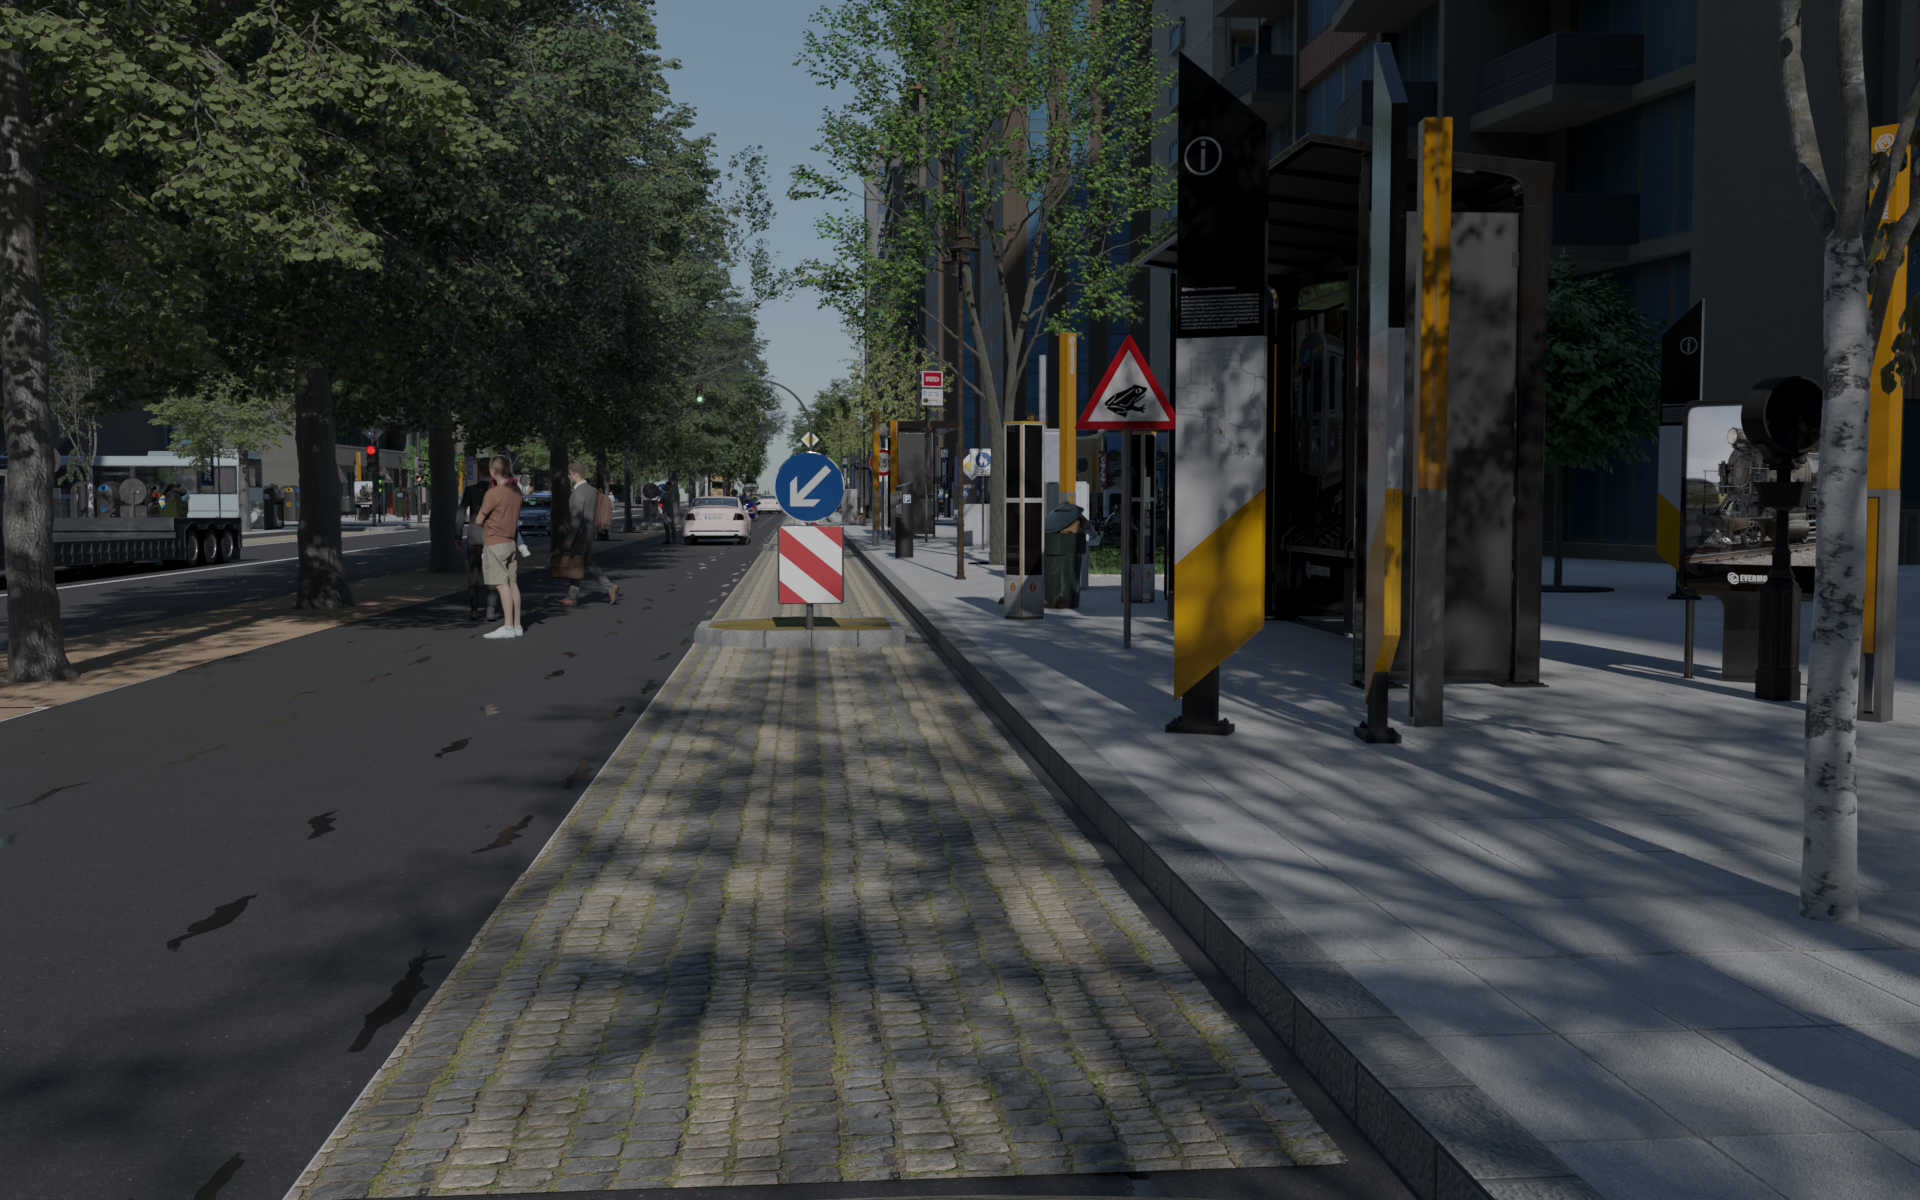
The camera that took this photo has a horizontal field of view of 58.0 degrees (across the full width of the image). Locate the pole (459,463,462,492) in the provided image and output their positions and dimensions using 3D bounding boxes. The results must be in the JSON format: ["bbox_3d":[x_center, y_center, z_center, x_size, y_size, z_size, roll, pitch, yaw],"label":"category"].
[{"bbox_3d":[-26.875,-6.080,93.243,0.158,3.312,0.155,0,3,0],"label":"pole"}]

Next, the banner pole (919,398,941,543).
[{"bbox_3d":[-0.839,-3.363,44.998,0.401,3.779,0.863,-1,4,-11],"label":"banner pole"}]

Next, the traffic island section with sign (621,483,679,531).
[{"bbox_3d":[-12.312,-3.700,68.629,2.006,1.907,1.989,0,4,-5],"label":"traffic island section with sign"}]

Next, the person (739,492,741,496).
[{"bbox_3d":[-38.807,-18.084,304.892,1.217,1.735,0.721,-3,5,-39],"label":"person"}]

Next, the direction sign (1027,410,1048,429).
[{"bbox_3d":[2.099,-3.376,47.203,0.379,3.537,0.876,-3,4,-37],"label":"direction sign"}]

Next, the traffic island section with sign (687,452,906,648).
[{"bbox_3d":[-1.582,-0.512,16.997,1.989,1.847,2.006,0,4,-5],"label":"traffic island section with sign"}]

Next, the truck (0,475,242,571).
[{"bbox_3d":[-15.489,-2.276,26.977,2.967,4.110,18.799,0,4,-5],"label":"truck"}]

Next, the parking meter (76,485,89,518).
[{"bbox_3d":[-24.867,-2.494,49.188,0.372,1.533,0.369,0,3,0],"label":"parking meter"}]

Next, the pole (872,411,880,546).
[{"bbox_3d":[-2.076,-2.994,42.799,0.158,3.312,0.155,0,3,0],"label":"pole"}]

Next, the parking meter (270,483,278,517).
[{"bbox_3d":[-37.567,-5.459,94.970,0.399,1.863,0.255,-3,5,-43],"label":"parking meter"}]

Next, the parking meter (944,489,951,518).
[{"bbox_3d":[-0.680,-5.177,93.058,0.372,1.533,0.369,0,3,0],"label":"parking meter"}]

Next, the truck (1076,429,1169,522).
[{"bbox_3d":[8.330,-5.211,74.117,11.283,4.237,2.839,0,4,-5],"label":"truck"}]

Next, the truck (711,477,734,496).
[{"bbox_3d":[-27.562,-12.985,201.224,2.839,4.237,11.283,0,4,-6],"label":"truck"}]

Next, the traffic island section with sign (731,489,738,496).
[{"bbox_3d":[-19.675,-8.729,150.847,2.006,1.907,1.989,0,4,-5],"label":"traffic island section with sign"}]

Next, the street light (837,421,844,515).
[{"bbox_3d":[-7.405,-8.260,107.842,0.468,5.910,1.993,0,4,-5],"label":"street light"}]

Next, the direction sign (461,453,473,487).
[{"bbox_3d":[-27.041,-6.293,94.883,0.379,3.537,0.876,3,4,38],"label":"direction sign"}]

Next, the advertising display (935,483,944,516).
[{"bbox_3d":[-1.422,-5.993,103.201,0.974,1.923,0.123,-2,4,-30],"label":"advertising display"}]

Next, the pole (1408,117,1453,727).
[{"bbox_3d":[2.588,-0.959,9.530,0.158,3.312,0.155,0,3,0],"label":"pole"}]

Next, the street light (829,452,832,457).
[{"bbox_3d":[-11.232,-10.929,151.482,0.468,5.910,1.993,0,4,-5],"label":"street light"}]

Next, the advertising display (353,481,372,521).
[{"bbox_3d":[-28.523,-4.756,82.969,0.974,1.923,0.123,-2,4,-25],"label":"advertising display"}]

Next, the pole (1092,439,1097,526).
[{"bbox_3d":[4.958,-4.282,63.860,0.158,3.312,0.155,0,3,0],"label":"pole"}]

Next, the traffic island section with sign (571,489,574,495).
[{"bbox_3d":[-27.952,-7.092,124.580,1.989,1.847,2.006,0,4,-5],"label":"traffic island section with sign"}]

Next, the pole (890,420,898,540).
[{"bbox_3d":[-1.820,-3.306,47.902,0.158,3.312,0.155,0,3,0],"label":"pole"}]

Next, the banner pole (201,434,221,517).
[{"bbox_3d":[-28.011,-4.579,64.882,0.863,3.779,0.401,-1,4,-22],"label":"banner pole"}]

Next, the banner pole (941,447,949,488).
[{"bbox_3d":[-0.861,-5.579,81.237,0.863,3.779,0.401,-2,4,-33],"label":"banner pole"}]

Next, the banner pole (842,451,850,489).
[{"bbox_3d":[-6.557,-6.754,100.438,0.401,3.779,0.863,-3,5,-44],"label":"banner pole"}]

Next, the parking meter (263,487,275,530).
[{"bbox_3d":[-24.655,-3.264,61.780,0.372,1.533,0.369,0,3,0],"label":"parking meter"}]

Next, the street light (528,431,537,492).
[{"bbox_3d":[-29.484,-8.989,119.765,0.468,5.910,1.993,0,4,-5],"label":"street light"}]

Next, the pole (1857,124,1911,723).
[{"bbox_3d":[5.171,-0.971,9.717,0.158,3.312,0.155,0,3,0],"label":"pole"}]

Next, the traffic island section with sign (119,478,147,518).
[{"bbox_3d":[-20.621,-2.092,42.832,1.989,1.847,2.006,0,4,-5],"label":"traffic island section with sign"}]

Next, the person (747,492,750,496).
[{"bbox_3d":[-31.393,-15.105,256.168,1.217,1.736,0.721,-3,5,-44],"label":"person"}]

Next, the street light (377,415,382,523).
[{"bbox_3d":[-25.687,-6.341,76.469,0.468,5.910,1.993,0,4,-5],"label":"street light"}]

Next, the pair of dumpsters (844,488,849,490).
[{"bbox_3d":[-7.297,-6.879,114.960,1.574,2.255,4.437,0,4,-5],"label":"pair of dumpsters"}]

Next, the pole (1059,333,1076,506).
[{"bbox_3d":[1.368,-1.725,22.044,0.158,3.312,0.155,0,3,0],"label":"pole"}]

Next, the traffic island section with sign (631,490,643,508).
[{"bbox_3d":[-32.475,-10.180,175.072,1.989,1.847,2.006,0,4,-5],"label":"traffic island section with sign"}]

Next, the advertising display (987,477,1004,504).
[{"bbox_3d":[1.536,-3.790,67.180,0.974,1.923,0.123,0,4,-3],"label":"advertising display"}]

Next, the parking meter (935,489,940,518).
[{"bbox_3d":[-1.309,-5.290,94.902,0.372,1.533,0.369,0,3,0],"label":"parking meter"}]

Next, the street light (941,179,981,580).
[{"bbox_3d":[0.008,-3.245,25.838,0.468,5.910,1.993,0,4,-5],"label":"street light"}]

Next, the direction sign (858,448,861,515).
[{"bbox_3d":[-4.925,-5.707,85.304,0.379,3.537,0.876,0,4,4],"label":"direction sign"}]

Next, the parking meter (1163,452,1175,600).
[{"bbox_3d":[2.651,-0.923,20.799,0.255,1.863,0.399,-2,4,-35],"label":"parking meter"}]

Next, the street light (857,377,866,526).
[{"bbox_3d":[-3.803,-5.864,68.669,0.468,5.910,1.993,0,4,-5],"label":"street light"}]

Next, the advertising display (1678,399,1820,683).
[{"bbox_3d":[5.387,-0.398,11.726,0.974,1.923,0.123,3,5,41],"label":"advertising display"}]

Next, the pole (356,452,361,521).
[{"bbox_3d":[-29.123,-5.509,83.921,0.158,3.312,0.155,0,3,0],"label":"pole"}]

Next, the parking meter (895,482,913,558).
[{"bbox_3d":[-1.126,-1.623,34.944,0.372,1.533,0.369,0,3,0],"label":"parking meter"}]

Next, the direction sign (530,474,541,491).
[{"bbox_3d":[-33.337,-8.810,136.043,0.876,3.537,0.379,0,4,1],"label":"direction sign"}]

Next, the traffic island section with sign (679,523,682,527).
[{"bbox_3d":[-12.963,-4.151,76.007,2.006,1.907,1.989,0,4,-5],"label":"traffic island section with sign"}]
